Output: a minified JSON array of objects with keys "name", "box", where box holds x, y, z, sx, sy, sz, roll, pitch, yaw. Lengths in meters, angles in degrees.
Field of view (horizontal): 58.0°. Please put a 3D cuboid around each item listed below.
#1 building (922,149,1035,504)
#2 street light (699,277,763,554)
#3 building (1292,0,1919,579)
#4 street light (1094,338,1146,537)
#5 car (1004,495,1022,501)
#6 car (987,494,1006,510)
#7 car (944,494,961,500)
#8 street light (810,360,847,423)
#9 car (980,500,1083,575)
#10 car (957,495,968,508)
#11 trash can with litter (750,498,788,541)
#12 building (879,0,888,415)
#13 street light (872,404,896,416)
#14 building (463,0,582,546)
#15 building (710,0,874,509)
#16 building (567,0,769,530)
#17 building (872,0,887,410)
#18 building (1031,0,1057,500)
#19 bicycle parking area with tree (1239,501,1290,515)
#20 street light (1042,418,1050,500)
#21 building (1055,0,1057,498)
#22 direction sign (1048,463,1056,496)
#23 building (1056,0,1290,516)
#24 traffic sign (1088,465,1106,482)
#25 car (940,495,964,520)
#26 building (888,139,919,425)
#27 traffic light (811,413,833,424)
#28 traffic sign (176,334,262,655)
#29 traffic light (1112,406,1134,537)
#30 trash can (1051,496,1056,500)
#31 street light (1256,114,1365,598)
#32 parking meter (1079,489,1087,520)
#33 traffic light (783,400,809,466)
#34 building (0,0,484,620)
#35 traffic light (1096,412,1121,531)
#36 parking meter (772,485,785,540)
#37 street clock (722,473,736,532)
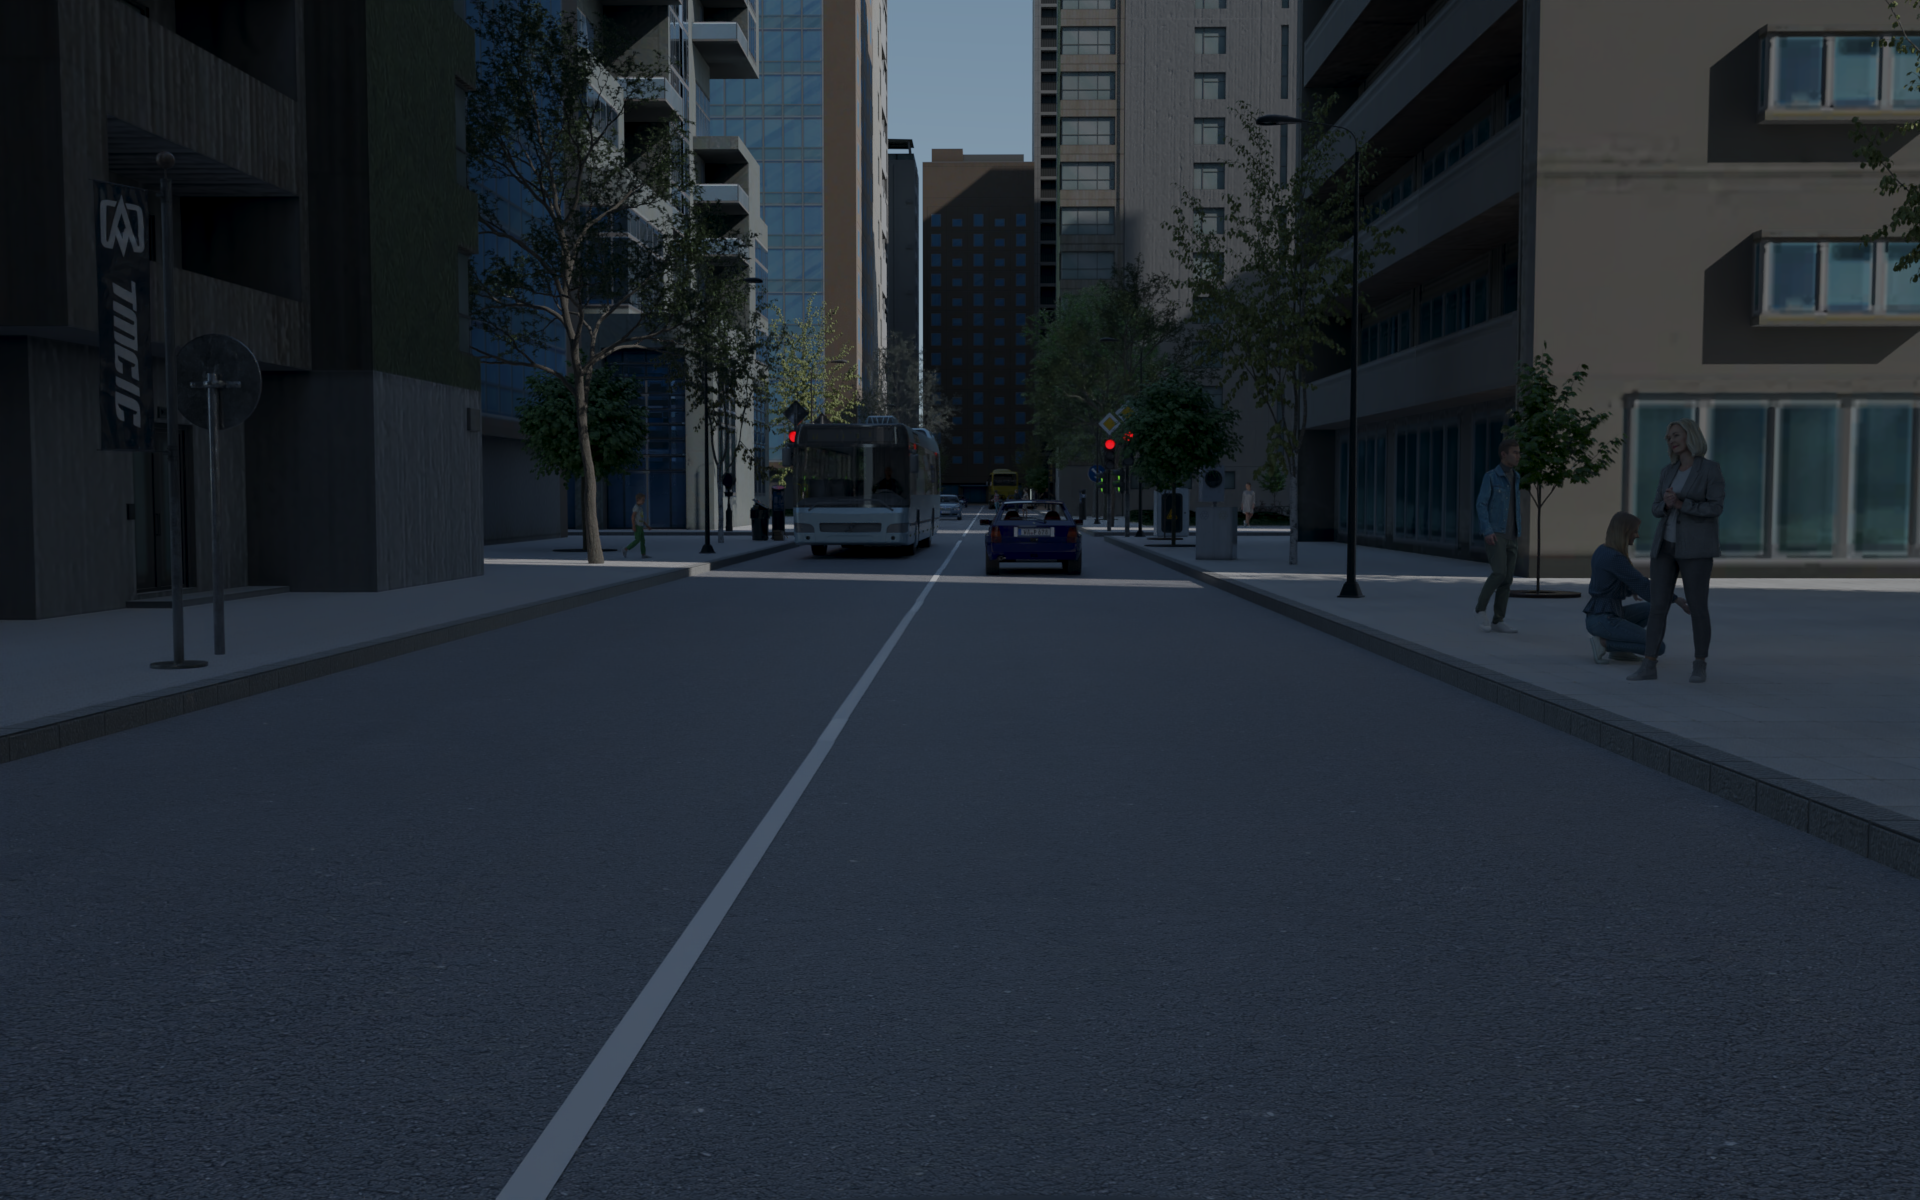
[{"name":"building","box":[2.458,-35.312,227.461,14.200,45.320,14.600,0,4,1]},{"name":"street light","box":[-4.922,-3.960,37.280,1.470,5.913,1.316,0,4,1]},{"name":"building","box":[19.506,-25.167,35.182,21.300,48.544,21.600,0,4,1]},{"name":"street light","box":[4.841,-4.834,51.577,1.470,5.913,1.316,0,4,1]},{"name":"car","box":[4.714,-8.280,147.952,1.945,1.354,3.894,0,4,3]},{"name":"car","box":[3.551,-9.309,161.982,2.009,1.686,4.222,0,4,-1]},{"name":"car","box":[-0.894,-8.864,154.709,2.009,1.686,4.222,0,4,1]},{"name":"street light","box":[-4.600,-5.351,60.026,1.470,5.913,1.316,0,4,1]},{"name":"car","box":[1.332,-1.191,32.051,1.945,1.354,3.894,0,4,1]},{"name":"car","box":[-0.060,-10.571,185.412,1.945,1.354,3.894,0,4,1]},{"name":"trash can with litter","box":[-5.261,-2.222,47.711,1.055,1.170,0.624,0,4,-1]},{"name":"building","box":[-15.440,-44.900,172.363,20.563,71.187,20.611,0,4,1]},{"name":"street light","box":[-4.016,-7.178,89.893,1.470,5.913,1.316,0,4,1]},{"name":"building","box":[-18.463,-24.068,43.630,14.200,45.320,14.600,0,4,1]},{"name":"building","box":[-12.753,-27.933,106.816,14.600,45.320,14.200,0,4,1]},{"name":"building","box":[-19.680,-46.634,75.137,22.319,86.520,31.000,0,4,1]},{"name":"building","box":[-20.352,-34.212,148.603,28.713,52.752,27.495,0,4,1]},{"name":"building","box":[19.916,-48.388,229.391,20.611,71.187,20.563,0,4,1]},{"name":"bicycle parking area with tree","box":[18.898,-6.469,92.777,9.016,4.147,8.231,2,4,34]},{"name":"street light","box":[5.789,-8.091,104.829,1.470,5.913,1.316,0,4,1]},{"name":"building","box":[21.222,-39.818,193.031,21.231,58.520,28.212,0,4,1]},{"name":"direction sign","box":[6.420,-7.727,118.328,0.876,3.537,0.379,3,4,36]},{"name":"building","box":[12.838,-25.779,105.084,14.154,41.232,14.086,0,4,1]},{"name":"traffic sign","box":[5.927,-4.578,74.953,0.768,2.556,0.104,1,4,9]},{"name":"car","box":[-0.766,-5.165,96.450,2.014,1.417,4.499,0,4,1]},{"name":"building","box":[-11.795,-31.666,201.336,14.086,41.232,14.154,0,4,1]},{"name":"traffic light","box":[-4.741,-4.332,59.742,0.839,4.253,0.868,0,4,1]},{"name":"traffic sign","box":[-5.923,-0.836,13.782,0.768,2.556,0.104,0,4,5]},{"name":"traffic light","box":[4.973,-3.833,51.595,0.839,4.253,0.868,0,4,1]},{"name":"trash can","box":[6.431,-6.376,115.904,0.748,1.137,0.748,0,3,0]},{"name":"street light","box":[4.319,-2.986,21.364,1.470,5.913,1.316,0,4,1]},{"name":"parking meter","box":[6.092,-4.744,85.973,0.372,1.533,0.369,0,3,0]},{"name":"traffic light","box":[-4.887,-3.843,51.758,0.839,4.253,0.868,0,4,1]},{"name":"building","box":[-14.665,-15.170,19.728,14.160,30.474,14.107,0,4,1]},{"name":"traffic light","box":[5.119,-4.322,59.579,0.839,4.253,0.868,0,4,1]},{"name":"parking meter","box":[-5.091,-2.455,48.547,0.372,1.533,0.369,0,3,0]},{"name":"street clock","box":[-7.926,-3.353,59.390,0.471,2.002,0.358,2,4,26]}]
